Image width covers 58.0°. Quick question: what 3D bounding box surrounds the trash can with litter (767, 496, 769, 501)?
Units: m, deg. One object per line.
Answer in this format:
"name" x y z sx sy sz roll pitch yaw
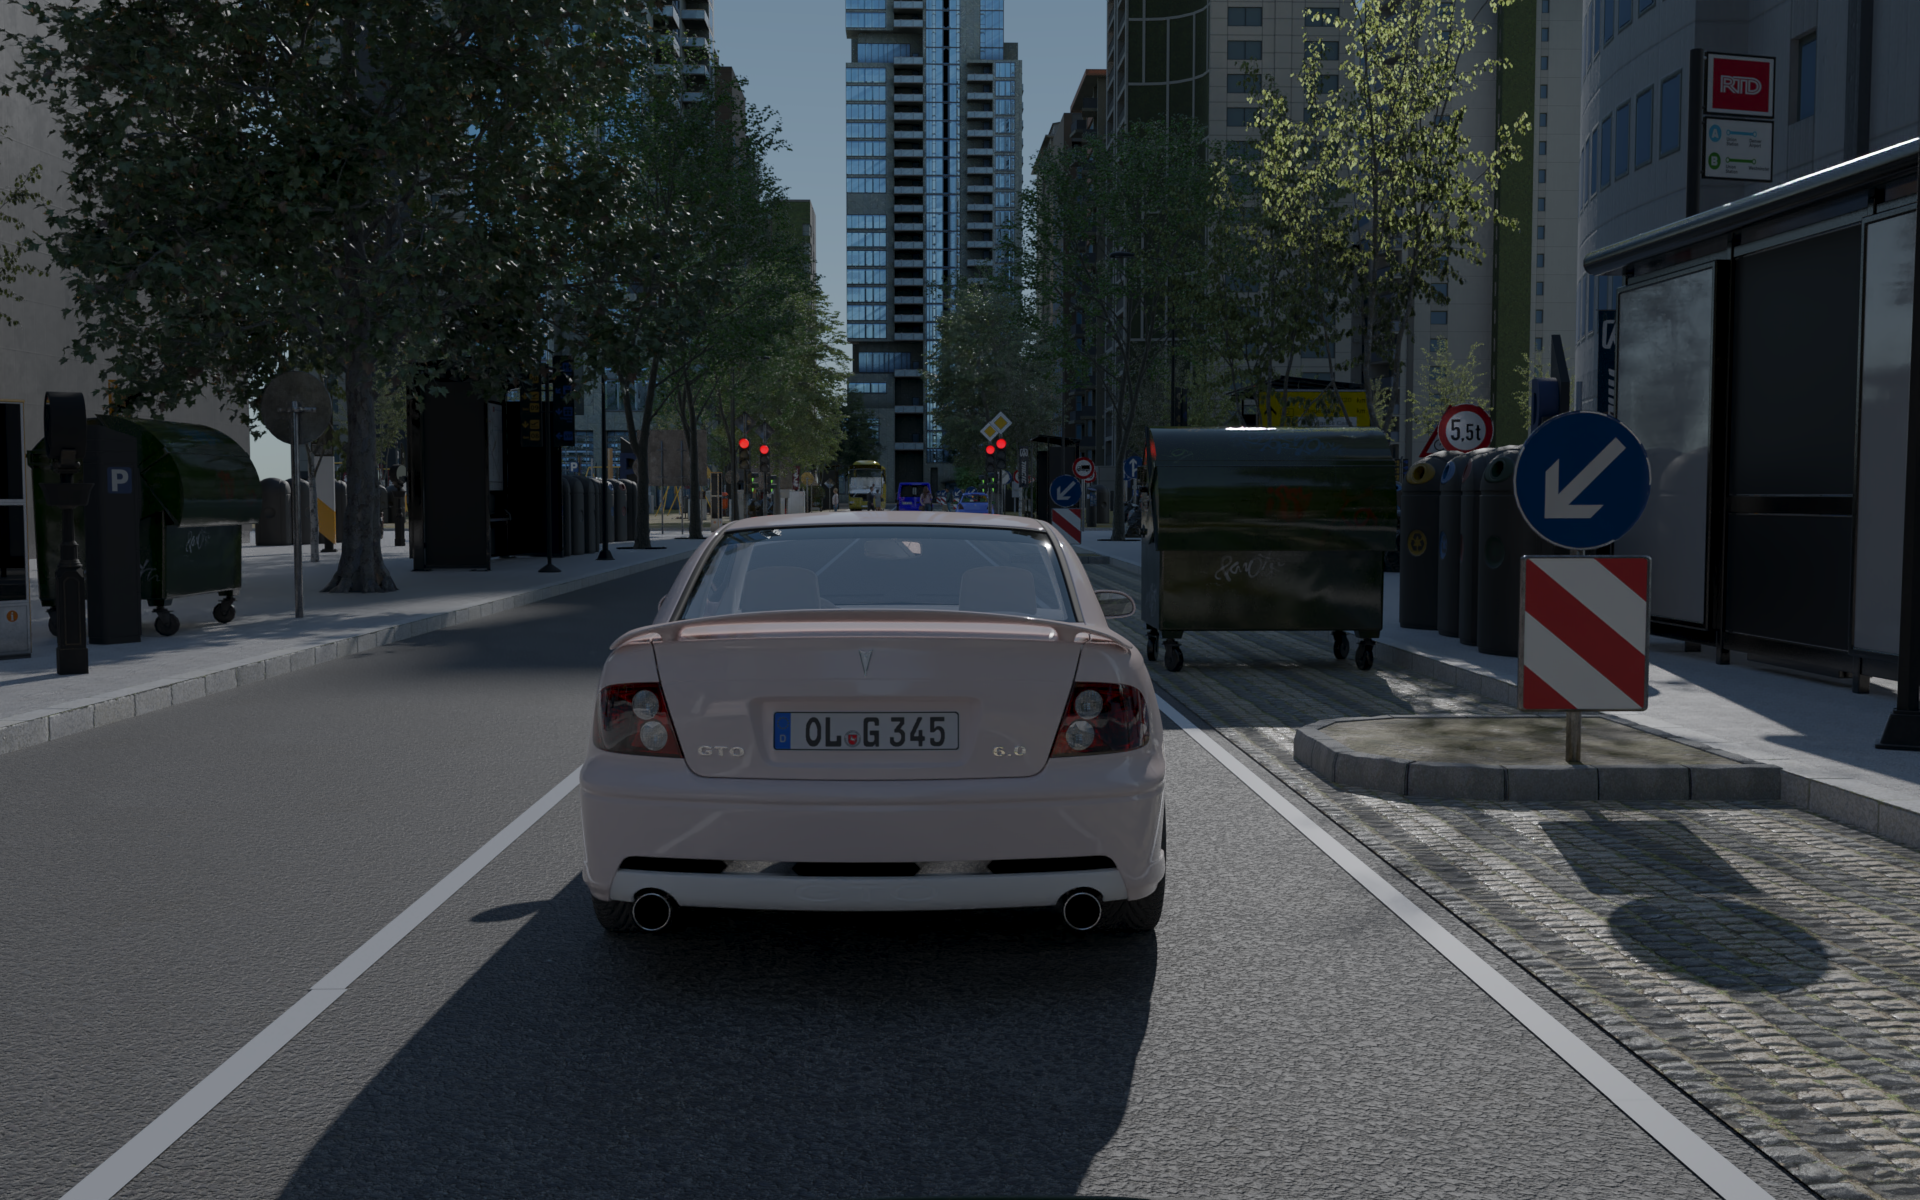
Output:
"trash can with litter" -15.154 -7.634 136.211 0.624 1.170 1.055 -2 4 -23

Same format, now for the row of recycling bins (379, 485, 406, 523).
"row of recycling bins" -25.812 -4.182 75.494 1.069 1.692 3.534 3 5 41

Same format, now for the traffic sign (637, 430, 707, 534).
"traffic sign" -9.144 -3.738 54.987 2.265 3.308 0.079 0 4 5

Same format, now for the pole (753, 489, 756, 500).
"pole" -13.008 -7.084 109.662 0.158 3.312 0.155 0 3 0

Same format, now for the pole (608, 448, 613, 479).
"pole" -15.537 -5.086 77.001 0.158 3.312 0.155 0 3 0

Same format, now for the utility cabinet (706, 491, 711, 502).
"utility cabinet" -16.050 -6.315 111.933 0.318 1.500 1.173 -2 4 -32

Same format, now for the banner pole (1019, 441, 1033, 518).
"banner pole" 3.087 -5.486 79.707 0.863 3.779 0.401 -1 4 -17

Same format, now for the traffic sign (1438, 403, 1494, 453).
"traffic sign" 7.093 -1.484 24.378 0.768 2.556 0.104 0 4 5

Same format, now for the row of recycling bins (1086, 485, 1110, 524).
"row of recycling bins" 6.056 -4.259 76.739 1.069 1.692 3.534 0 4 2

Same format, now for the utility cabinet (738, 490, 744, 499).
"utility cabinet" -11.980 -5.242 94.390 0.318 1.500 1.173 -1 4 -14

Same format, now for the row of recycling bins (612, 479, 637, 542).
"row of recycling bins" -9.491 -2.399 46.333 1.069 1.692 3.534 0 4 7

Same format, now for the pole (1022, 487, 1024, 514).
"pole" 4.089 -7.177 111.183 0.158 3.312 0.155 0 3 0

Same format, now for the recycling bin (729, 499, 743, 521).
"recycling bin" -10.554 -4.263 82.248 0.722 1.027 0.722 -1 4 -17

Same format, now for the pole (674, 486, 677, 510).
"pole" -23.000 -8.940 140.014 0.158 3.312 0.155 0 3 0

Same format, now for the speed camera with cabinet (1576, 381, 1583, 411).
"speed camera with cabinet" 11.584 -2.207 30.417 2.038 3.252 0.660 1 4 23

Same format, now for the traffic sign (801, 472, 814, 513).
"traffic sign" -8.746 -6.061 99.208 0.768 2.556 0.104 0 4 3

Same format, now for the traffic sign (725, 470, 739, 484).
"traffic sign" -12.000 -5.574 91.234 0.768 2.556 0.104 0 4 4

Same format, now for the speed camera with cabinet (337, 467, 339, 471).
"speed camera with cabinet" -45.307 -7.945 124.232 2.038 3.252 0.660 -1 4 -19

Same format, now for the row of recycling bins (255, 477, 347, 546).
"row of recycling bins" -16.814 -2.284 44.459 1.069 1.692 3.534 1 4 11

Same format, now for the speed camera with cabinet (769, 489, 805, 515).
"speed camera with cabinet" -10.026 -6.482 100.314 2.038 3.252 0.660 0 4 2

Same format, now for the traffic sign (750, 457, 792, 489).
"traffic sign" -10.263 -6.135 94.176 2.265 3.308 0.079 0 4 1

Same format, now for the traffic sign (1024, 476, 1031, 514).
"traffic sign" 4.129 -6.762 110.657 0.768 2.556 0.104 0 4 5

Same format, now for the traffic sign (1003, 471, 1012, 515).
"traffic sign" 2.429 -5.736 93.887 0.768 2.556 0.104 0 4 6

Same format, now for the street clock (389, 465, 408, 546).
"street clock" -13.786 -2.325 42.580 0.358 2.002 0.471 1 4 19

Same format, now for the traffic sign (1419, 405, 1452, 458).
"traffic sign" 7.125 -1.546 25.279 0.884 2.594 0.081 0 4 1

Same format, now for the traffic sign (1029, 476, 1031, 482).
"traffic sign" 4.848 -7.293 119.339 0.768 2.556 0.104 0 4 7

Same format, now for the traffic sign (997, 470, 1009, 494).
"traffic sign" 2.237 -5.622 92.029 0.768 2.556 0.104 0 4 4

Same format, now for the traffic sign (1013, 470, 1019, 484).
"traffic sign" 3.085 -5.388 88.199 0.768 2.556 0.104 0 4 0

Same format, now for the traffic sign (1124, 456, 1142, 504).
"traffic sign" 5.863 -3.544 58.046 0.768 2.556 0.104 0 4 6

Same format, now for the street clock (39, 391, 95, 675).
"street clock" -6.344 -0.474 12.322 0.358 2.002 0.471 -2 4 -33

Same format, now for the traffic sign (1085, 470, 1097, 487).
"traffic sign" 5.929 -4.886 79.996 0.768 2.556 0.104 0 4 7

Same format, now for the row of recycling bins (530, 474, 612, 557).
"row of recycling bins" -8.390 -1.827 36.984 1.069 1.692 3.534 0 4 0

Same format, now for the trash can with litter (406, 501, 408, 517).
"trash can with litter" -31.070 -5.237 97.004 1.055 1.170 0.624 1 4 16

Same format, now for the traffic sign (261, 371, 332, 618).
"traffic sign" -6.856 -1.088 17.894 0.768 2.556 0.104 0 4 6

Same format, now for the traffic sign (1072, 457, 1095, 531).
"traffic sign" 4.227 -3.623 59.338 0.768 2.556 0.104 0 4 1

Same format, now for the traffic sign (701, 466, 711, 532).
"traffic sign" -8.765 -3.592 58.732 0.884 2.594 0.081 0 4 -1

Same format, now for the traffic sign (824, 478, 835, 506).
"traffic sign" -9.270 -7.472 123.345 0.795 2.450 0.064 0 4 4

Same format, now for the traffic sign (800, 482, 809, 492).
"traffic sign" -11.458 -7.810 127.693 0.884 2.594 0.081 0 4 3

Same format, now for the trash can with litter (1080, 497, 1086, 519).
"trash can with litter" 6.281 -4.696 87.831 2.233 1.210 1.678 -1 4 -16

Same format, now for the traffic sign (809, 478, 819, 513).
"traffic sign" -9.234 -6.590 107.747 0.884 2.594 0.081 0 4 0

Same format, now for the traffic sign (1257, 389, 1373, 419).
"traffic sign" 6.881 -2.437 33.719 2.265 3.308 0.079 0 4 -1

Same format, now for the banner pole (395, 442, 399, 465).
"banner pole" -27.005 -5.701 83.231 0.401 3.779 0.863 -1 4 -9

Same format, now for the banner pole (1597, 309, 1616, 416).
"banner pole" 7.999 -1.876 20.694 0.863 3.779 0.401 0 4 3

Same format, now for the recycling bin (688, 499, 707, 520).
"recycling bin" -12.850 -4.415 84.733 0.722 1.027 0.722 -2 4 -29

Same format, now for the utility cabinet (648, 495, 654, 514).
"utility cabinet" -20.726 -6.322 114.519 1.020 1.237 0.306 2 4 28

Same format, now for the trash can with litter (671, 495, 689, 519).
"trash can with litter" -14.123 -4.796 89.468 1.678 1.210 2.233 -2 4 -25

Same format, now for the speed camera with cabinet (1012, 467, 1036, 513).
"speed camera with cabinet" 4.669 -7.708 120.358 2.038 3.252 0.660 1 4 16

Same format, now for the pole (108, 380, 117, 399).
"pole" -15.116 -2.273 31.001 0.158 3.312 0.155 0 3 0

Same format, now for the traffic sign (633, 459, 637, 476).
"traffic sign" -10.609 -3.547 58.099 0.768 2.556 0.104 0 4 8

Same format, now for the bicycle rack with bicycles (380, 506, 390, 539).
"bicycle rack with bicycles" -17.706 -2.251 50.185 2.852 0.926 2.925 -1 4 -10

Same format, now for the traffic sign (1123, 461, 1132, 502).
"traffic sign" 6.317 -4.026 65.923 0.768 2.556 0.104 0 4 5

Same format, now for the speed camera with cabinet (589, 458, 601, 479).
"speed camera with cabinet" -20.426 -6.181 95.396 0.660 3.252 2.038 1 4 17

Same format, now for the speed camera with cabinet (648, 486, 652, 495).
"speed camera with cabinet" -25.216 -8.895 139.769 0.660 3.252 2.038 -1 4 -11

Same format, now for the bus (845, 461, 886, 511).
"bus" -6.973 -8.516 130.776 2.896 3.916 12.252 0 4 -1

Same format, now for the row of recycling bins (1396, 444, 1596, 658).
"row of recycling bins" 4.691 -0.497 15.241 1.069 1.692 3.534 0 4 1

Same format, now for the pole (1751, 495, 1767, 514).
"pole" 11.759 -1.934 25.456 0.158 3.312 0.155 0 3 0
